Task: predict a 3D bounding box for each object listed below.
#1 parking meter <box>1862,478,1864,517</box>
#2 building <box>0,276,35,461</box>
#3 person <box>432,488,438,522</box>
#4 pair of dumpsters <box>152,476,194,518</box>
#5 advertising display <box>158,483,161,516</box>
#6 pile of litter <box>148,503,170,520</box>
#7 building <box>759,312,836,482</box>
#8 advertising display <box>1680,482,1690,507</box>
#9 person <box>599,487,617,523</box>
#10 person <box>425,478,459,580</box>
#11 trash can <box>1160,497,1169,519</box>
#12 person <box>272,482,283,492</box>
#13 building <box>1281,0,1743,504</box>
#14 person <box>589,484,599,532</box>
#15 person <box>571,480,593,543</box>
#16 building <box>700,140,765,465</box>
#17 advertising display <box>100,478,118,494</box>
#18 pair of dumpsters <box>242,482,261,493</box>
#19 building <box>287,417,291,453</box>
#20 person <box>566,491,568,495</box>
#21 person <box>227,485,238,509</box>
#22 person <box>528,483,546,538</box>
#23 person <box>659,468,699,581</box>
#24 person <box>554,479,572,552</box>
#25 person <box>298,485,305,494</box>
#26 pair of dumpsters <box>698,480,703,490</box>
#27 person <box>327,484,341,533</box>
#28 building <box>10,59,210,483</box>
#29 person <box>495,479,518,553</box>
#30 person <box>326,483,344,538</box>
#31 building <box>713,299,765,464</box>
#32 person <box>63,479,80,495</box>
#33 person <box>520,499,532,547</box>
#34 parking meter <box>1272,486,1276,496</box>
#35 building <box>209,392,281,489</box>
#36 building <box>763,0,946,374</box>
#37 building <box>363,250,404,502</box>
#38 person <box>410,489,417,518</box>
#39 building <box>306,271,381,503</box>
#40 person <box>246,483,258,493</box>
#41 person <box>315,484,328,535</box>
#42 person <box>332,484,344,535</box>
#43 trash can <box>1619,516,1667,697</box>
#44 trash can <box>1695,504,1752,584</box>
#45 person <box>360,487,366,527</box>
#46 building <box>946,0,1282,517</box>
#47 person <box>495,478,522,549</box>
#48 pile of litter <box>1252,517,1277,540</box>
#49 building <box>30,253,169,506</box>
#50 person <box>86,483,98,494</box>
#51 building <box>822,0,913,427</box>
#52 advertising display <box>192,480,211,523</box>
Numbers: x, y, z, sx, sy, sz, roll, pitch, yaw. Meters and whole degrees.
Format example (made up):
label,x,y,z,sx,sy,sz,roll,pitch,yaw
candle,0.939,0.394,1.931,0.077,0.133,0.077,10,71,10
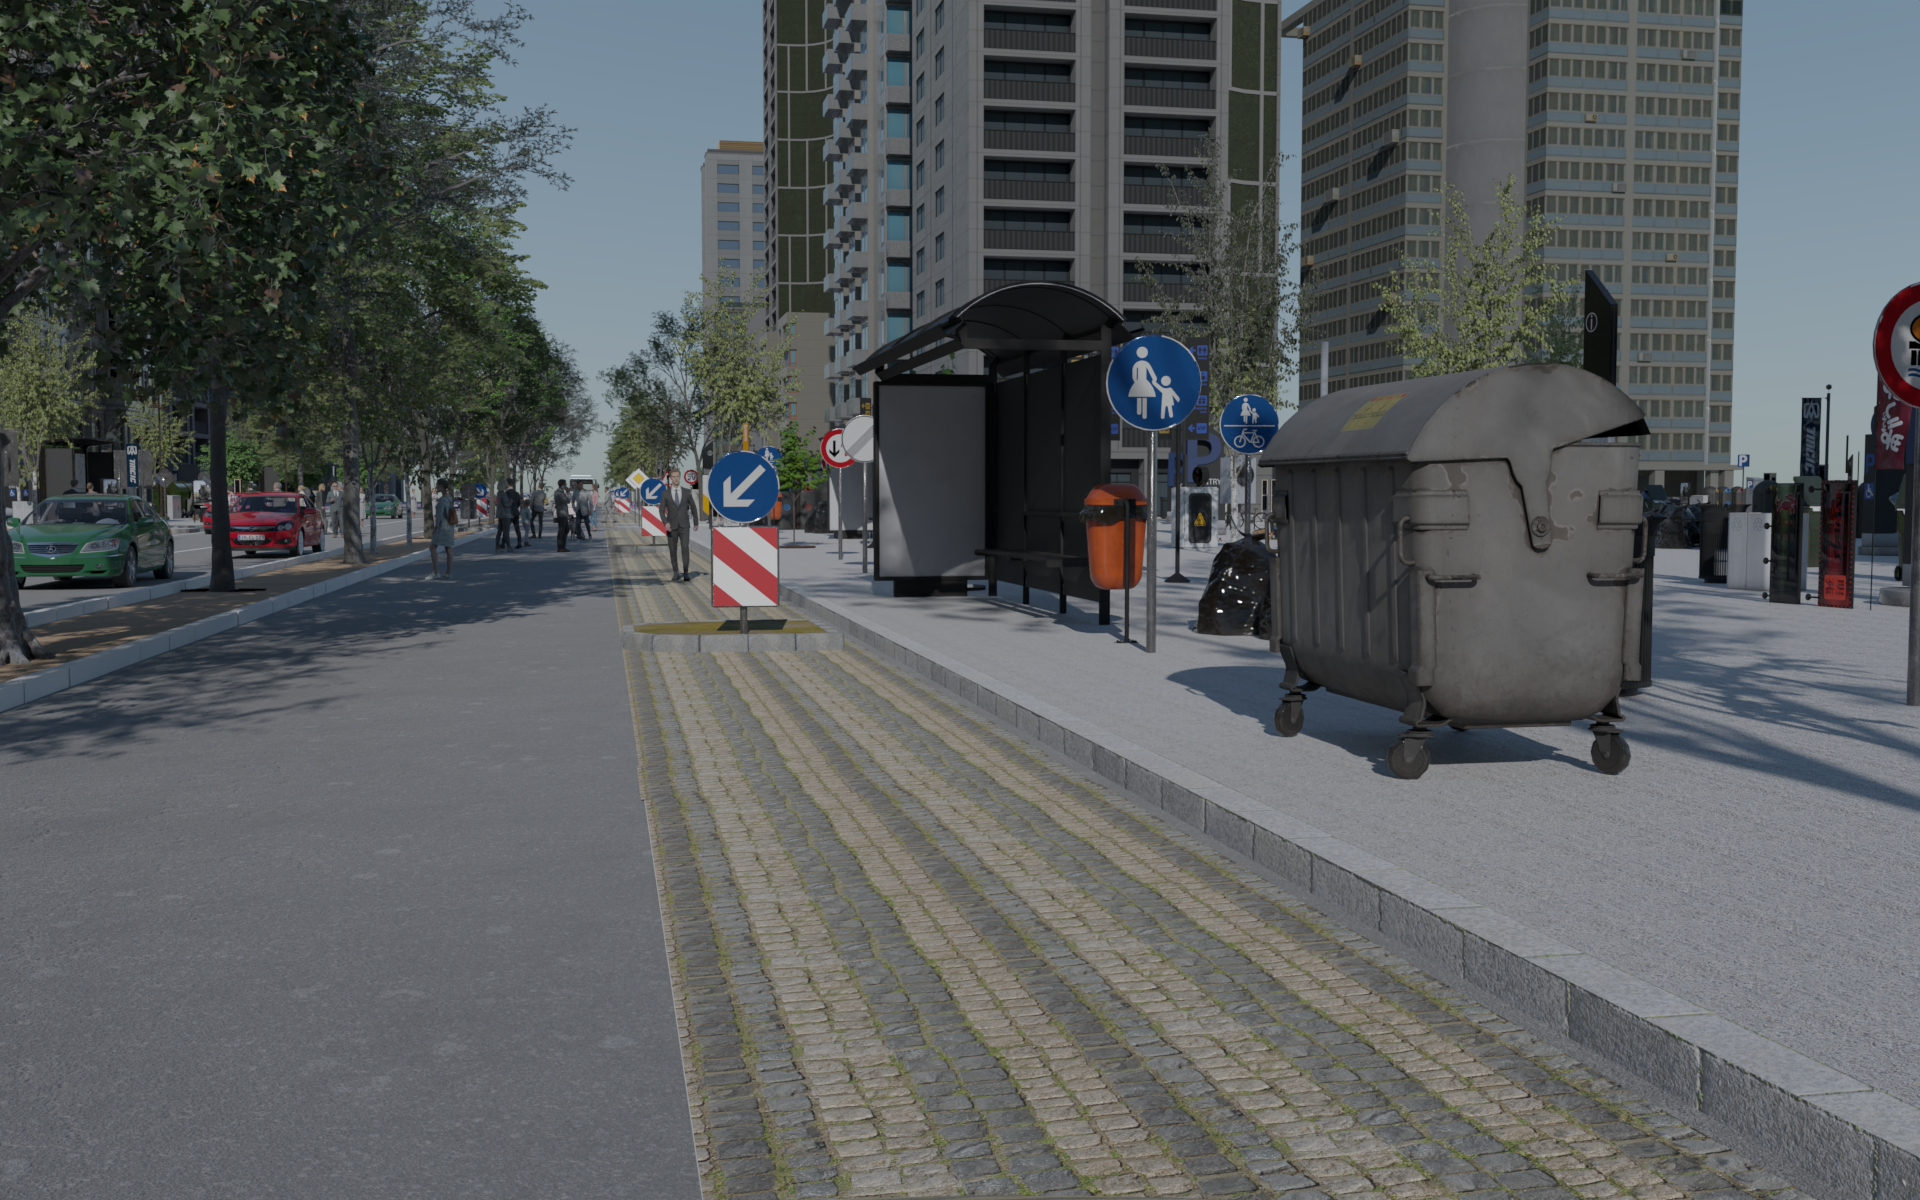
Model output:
label,x,y,z,sx,sy,sz,roll,pitch,yaw
parking meter,24.914,-2.548,47.369,0.255,1.863,0.399,-2,4,-26
building,-59.271,-15.283,91.673,13.314,21.916,24.055,-1,4,-12
person,-26.914,-4.873,88.740,0.524,1.755,0.480,2,4,34
pair of dumpsters,-41.967,-5.507,92.536,1.574,2.255,4.437,-1,4,-12
advertising display,-41.061,-5.117,88.882,0.123,1.923,0.974,-2,4,-24
pile of litter,-39.923,-4.412,86.095,1.176,0.858,1.719,-2,4,-30
building,-5.807,-20.583,181.571,27.650,21.520,28.899,-1,4,-12
advertising display,39.700,-5.483,94.856,0.123,1.923,0.974,0,4,-2
person,-17.193,-4.642,84.678,0.850,1.792,0.678,0,3,0
person,-8.706,-1.205,29.203,0.522,1.701,0.512,0,4,4
trash can,10.556,-4.706,88.592,0.748,1.137,0.748,0,3,0
person,-20.070,-2.565,50.840,0.834,1.777,0.661,2,4,32
building,37.559,-25.922,115.700,23.993,40.220,32.217,-1,4,-12
person,-14.030,-3.534,66.296,0.388,1.821,0.555,-3,5,-40
person,-11.045,-2.589,50.677,0.661,1.843,0.795,0,4,5
building,-33.339,-46.093,295.619,21.231,58.520,28.212,-1,4,-12
advertising display,-34.789,-4.014,70.840,0.123,1.923,0.974,0,4,7
pair of dumpsters,-41.081,-5.891,98.809,1.574,2.255,4.437,-1,4,-12
building,-78.049,-30.495,182.179,14.154,41.232,14.086,-1,4,-12
person,-33.265,-8.466,146.935,0.388,1.821,0.555,-1,4,-23
person,-24.371,-2.982,58.090,0.563,1.720,0.643,2,4,35
person,-13.661,-2.891,55.944,0.592,1.802,0.473,-2,4,-25
person,-4.608,-1.232,28.420,0.659,1.850,0.755,-1,4,-11
person,-9.802,-2.087,42.805,0.473,1.802,0.592,0,4,-4
person,-27.564,-3.909,72.635,0.641,1.798,0.478,-2,4,-32
pair of dumpsters,-18.071,-7.506,125.223,1.574,2.255,4.437,-1,4,-12
person,-23.138,-3.403,64.313,0.728,1.800,0.709,0,4,-7
building,-74.692,-43.456,148.759,20.563,71.187,20.611,-1,4,-12
person,-11.158,-2.069,42.509,0.526,1.800,0.537,-1,4,-22
person,-20.364,-2.931,56.600,0.661,1.801,0.590,-2,4,-24
building,-29.379,-29.911,260.743,14.160,30.474,14.107,-1,4,-12
person,-24.994,-2.480,48.828,0.659,1.850,0.755,1,4,17
person,-11.822,-2.111,47.287,0.425,1.301,0.394,2,4,26
parking meter,10.158,-2.870,55.338,0.372,1.533,0.369,0,3,0
building,-74.074,-31.655,167.673,14.600,45.320,14.200,-1,4,-12
building,-14.084,-46.809,203.576,20.563,71.187,20.611,-1,4,-12
building,-100.346,-44.644,271.930,21.231,58.520,28.212,-1,4,-12
person,-32.800,-5.811,104.082,0.524,1.755,0.480,2,4,33
building,-100.102,-33.875,245.731,32.217,40.220,23.993,-1,4,-12
person,-30.560,-4.094,74.793,0.474,1.900,0.648,3,5,40
person,-22.748,-3.230,61.529,0.699,1.804,1.509,-1,4,-10
person,-21.609,-3.153,60.448,0.834,1.777,0.661,3,5,44
trash can,4.128,0.032,11.127,0.748,1.137,0.748,0,3,0
trash can,11.002,-0.816,24.995,0.748,1.137,0.748,0,3,0
person,-25.982,-4.040,75.119,0.480,1.755,0.524,-3,5,-43
building,8.957,-40.686,103.471,20.611,71.187,20.563,-1,4,-12
person,-11.805,-2.267,45.346,0.755,1.850,0.659,2,4,24
pile of litter,8.743,-2.147,49.066,1.719,0.858,1.176,-2,4,-32
building,-65.359,-18.454,120.803,14.460,24.649,34.723,-1,4,-12
person,-26.896,-2.745,53.722,0.374,1.781,0.599,3,4,36
building,1.510,-31.434,133.553,23.786,49.044,30.456,-1,4,-12
advertising display,-34.123,-4.461,78.151,0.974,1.923,0.123,-3,5,-43
